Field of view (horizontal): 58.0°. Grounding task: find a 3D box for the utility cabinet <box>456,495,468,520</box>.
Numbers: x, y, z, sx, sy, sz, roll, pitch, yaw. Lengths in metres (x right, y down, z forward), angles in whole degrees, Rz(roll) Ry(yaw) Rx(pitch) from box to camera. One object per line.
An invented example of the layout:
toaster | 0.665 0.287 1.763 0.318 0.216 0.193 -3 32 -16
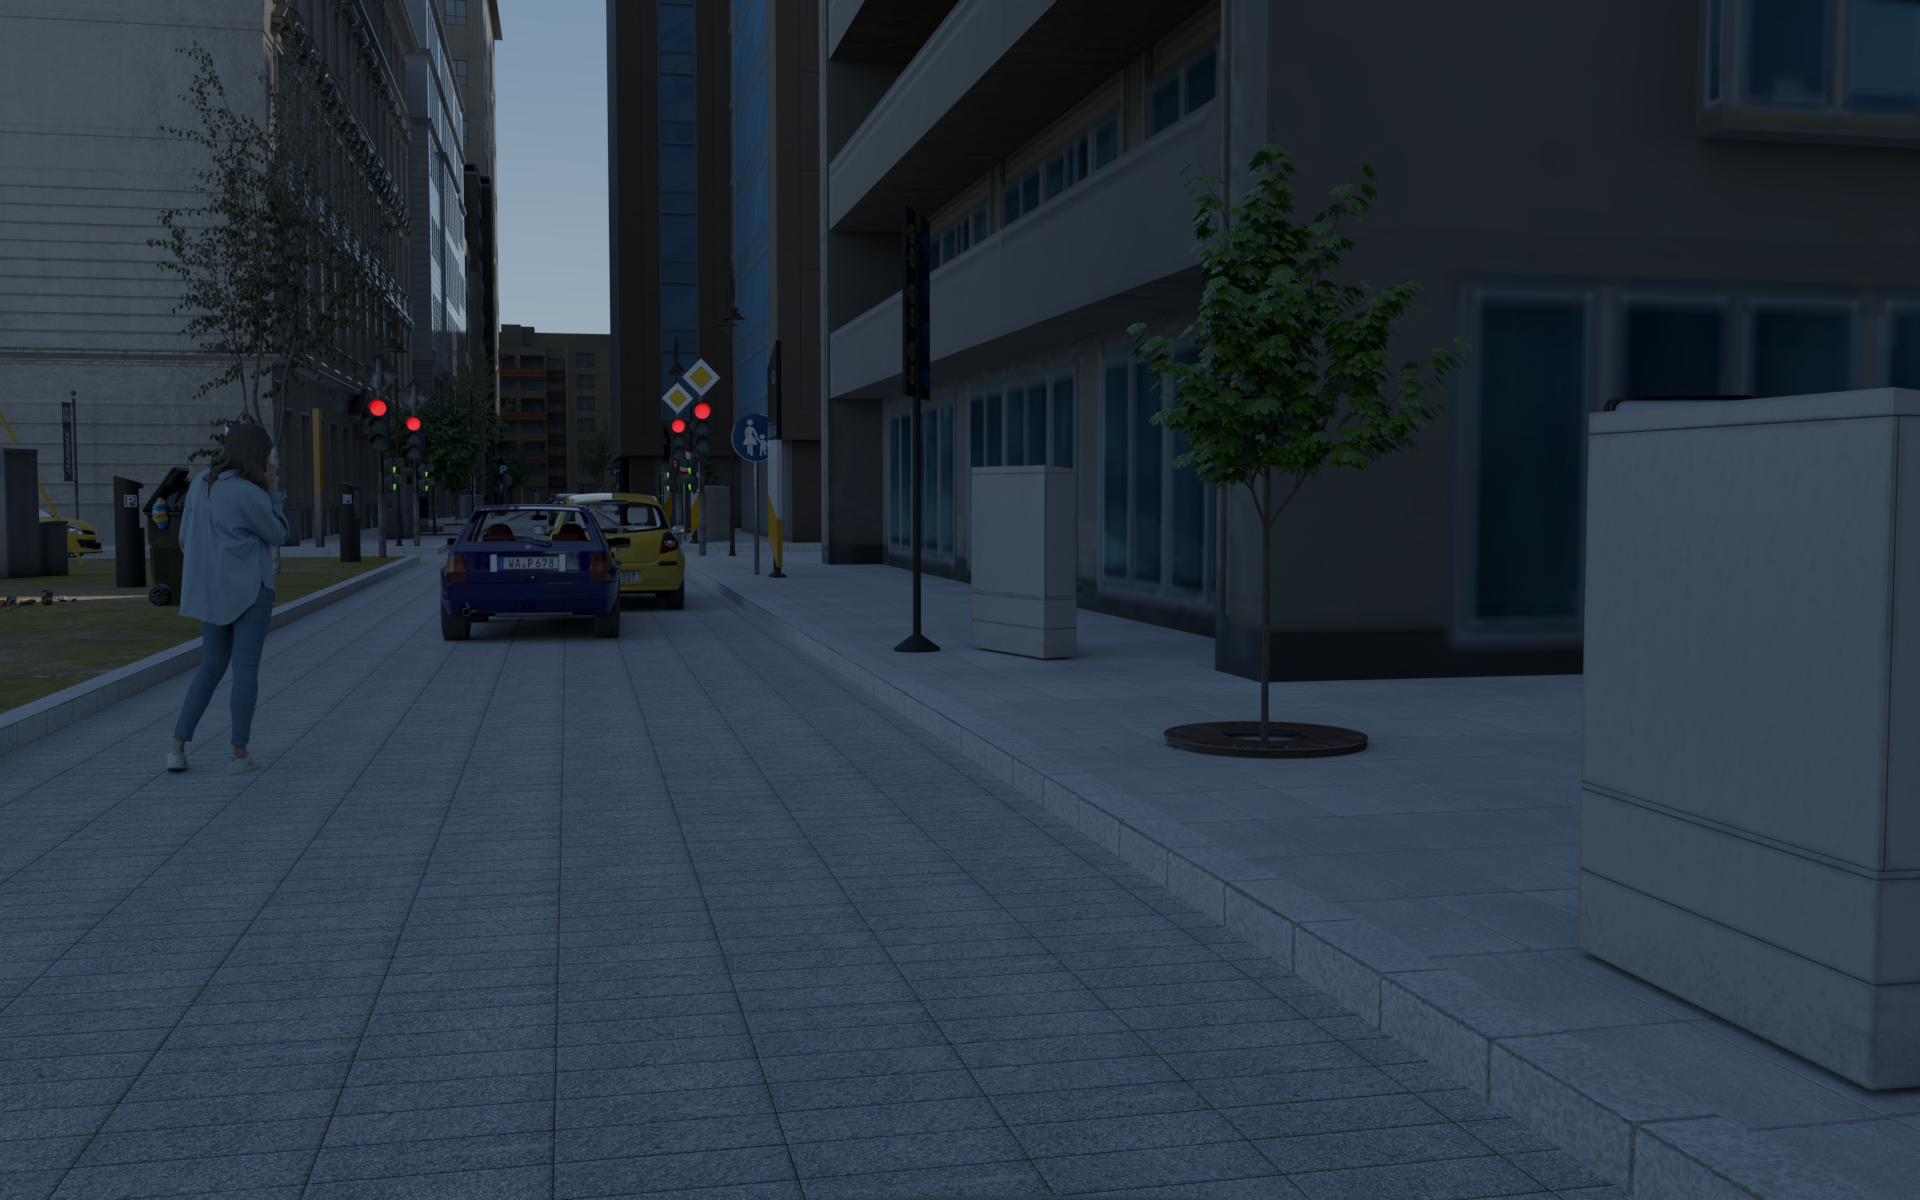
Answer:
utility cabinet | -25.195 -4.662 87.386 0.306 1.237 1.020 -2 4 -26

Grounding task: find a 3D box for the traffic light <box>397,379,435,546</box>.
traffic light | -13.287 -3.266 42.316 0.839 4.253 0.868 -1 4 -13

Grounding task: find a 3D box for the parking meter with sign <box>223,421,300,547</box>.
parking meter with sign | -16.851 -2.791 41.891 0.543 3.016 1.738 2 4 32

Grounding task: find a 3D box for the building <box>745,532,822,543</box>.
building | 0.697 -24.574 51.900 14.200 45.320 14.600 -1 4 -13

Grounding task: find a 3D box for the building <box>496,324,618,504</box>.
building | -53.713 -22.425 211.685 28.899 21.520 27.650 -1 4 -13

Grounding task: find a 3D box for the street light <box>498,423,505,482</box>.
street light | -28.680 -8.296 108.421 0.468 5.910 1.993 -1 4 -13

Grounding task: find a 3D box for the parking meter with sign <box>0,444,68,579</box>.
parking meter with sign | -14.485 -1.849 26.499 0.543 3.016 1.738 1 4 15

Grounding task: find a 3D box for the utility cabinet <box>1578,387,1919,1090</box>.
utility cabinet | 1.976 0.273 4.223 0.318 1.500 1.173 -1 4 -10

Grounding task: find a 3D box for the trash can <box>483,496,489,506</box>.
trash can | -29.808 -5.905 108.207 0.748 1.137 0.748 0 3 0

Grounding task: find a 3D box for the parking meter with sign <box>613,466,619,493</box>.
parking meter with sign | -21.302 -6.816 107.709 0.543 3.016 1.738 -1 4 -12

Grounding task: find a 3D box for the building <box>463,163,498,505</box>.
building | -47.672 -23.108 149.515 14.160 30.474 14.107 -1 4 -13

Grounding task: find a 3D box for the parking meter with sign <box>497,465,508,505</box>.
parking meter with sign | -27.605 -6.614 104.396 0.543 3.016 1.738 -1 4 -22

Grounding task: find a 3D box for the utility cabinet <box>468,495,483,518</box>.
utility cabinet | -25.726 -4.916 91.531 1.020 1.237 0.306 1 4 12

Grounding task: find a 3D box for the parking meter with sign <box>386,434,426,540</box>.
parking meter with sign | -15.901 -3.254 49.468 0.543 3.016 1.738 1 4 11

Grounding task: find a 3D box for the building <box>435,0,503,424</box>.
building | -59.121 -35.491 169.518 27.495 52.752 28.713 -1 4 -13

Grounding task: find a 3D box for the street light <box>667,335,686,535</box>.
street light | -8.255 -4.751 50.468 0.468 5.910 1.993 -1 4 -13

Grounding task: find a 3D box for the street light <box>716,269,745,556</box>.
street light | -4.715 -3.848 35.704 0.468 5.910 1.993 -1 4 -13

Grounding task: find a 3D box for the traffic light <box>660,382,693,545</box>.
traffic light | -7.134 -3.351 43.717 0.839 4.253 0.868 -1 4 -13

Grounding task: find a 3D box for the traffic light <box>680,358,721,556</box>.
traffic light | -5.375 -2.875 35.927 0.839 4.253 0.868 -1 4 -13

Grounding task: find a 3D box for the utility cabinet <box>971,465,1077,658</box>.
utility cabinet | 0.507 -0.316 13.838 0.318 1.500 1.173 -2 4 -28

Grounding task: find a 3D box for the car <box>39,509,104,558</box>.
car | -20.295 -1.610 36.549 3.980 1.641 2.015 -1 4 -11

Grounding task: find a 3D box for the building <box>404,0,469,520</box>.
building | -34.702 -19.655 98.859 11.434 29.767 29.804 -1 4 -13

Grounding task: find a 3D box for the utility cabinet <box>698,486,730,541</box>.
utility cabinet | -6.657 -2.319 46.600 0.318 1.500 1.173 2 4 30

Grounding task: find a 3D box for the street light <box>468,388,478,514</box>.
street light | -21.280 -6.286 75.558 0.468 5.910 1.993 -1 4 -13

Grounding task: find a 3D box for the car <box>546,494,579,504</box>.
car | -18.018 -4.167 79.925 2.131 1.459 4.920 -1 4 -11

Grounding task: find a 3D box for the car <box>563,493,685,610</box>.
car | -4.577 -0.763 22.699 2.015 1.641 3.980 -1 4 -13

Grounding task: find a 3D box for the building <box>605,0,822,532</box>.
building | -7.193 -25.703 70.353 14.600 45.320 14.200 -1 4 -13

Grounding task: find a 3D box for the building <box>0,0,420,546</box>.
building | -29.741 -17.476 62.147 17.030 29.872 44.131 -1 4 -13

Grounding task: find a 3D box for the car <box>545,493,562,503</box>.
car | -34.233 -8.472 147.555 2.155 1.783 4.494 -1 4 -14

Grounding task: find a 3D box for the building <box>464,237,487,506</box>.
building | -49.642 -17.214 126.484 27.650 21.520 28.899 -1 4 -13

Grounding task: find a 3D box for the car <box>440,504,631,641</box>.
car | -4.486 -0.356 18.403 1.945 1.354 3.894 -1 4 -11

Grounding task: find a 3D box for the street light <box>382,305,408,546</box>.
street light | -13.799 -4.261 42.452 0.468 5.910 1.993 -1 4 -13

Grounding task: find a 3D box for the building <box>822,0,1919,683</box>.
building | 10.127 -24.413 22.859 21.300 48.544 21.600 -1 4 -13

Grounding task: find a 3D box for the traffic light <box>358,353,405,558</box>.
traffic light | -11.528 -2.789 34.526 0.839 4.253 0.868 -1 4 -13
